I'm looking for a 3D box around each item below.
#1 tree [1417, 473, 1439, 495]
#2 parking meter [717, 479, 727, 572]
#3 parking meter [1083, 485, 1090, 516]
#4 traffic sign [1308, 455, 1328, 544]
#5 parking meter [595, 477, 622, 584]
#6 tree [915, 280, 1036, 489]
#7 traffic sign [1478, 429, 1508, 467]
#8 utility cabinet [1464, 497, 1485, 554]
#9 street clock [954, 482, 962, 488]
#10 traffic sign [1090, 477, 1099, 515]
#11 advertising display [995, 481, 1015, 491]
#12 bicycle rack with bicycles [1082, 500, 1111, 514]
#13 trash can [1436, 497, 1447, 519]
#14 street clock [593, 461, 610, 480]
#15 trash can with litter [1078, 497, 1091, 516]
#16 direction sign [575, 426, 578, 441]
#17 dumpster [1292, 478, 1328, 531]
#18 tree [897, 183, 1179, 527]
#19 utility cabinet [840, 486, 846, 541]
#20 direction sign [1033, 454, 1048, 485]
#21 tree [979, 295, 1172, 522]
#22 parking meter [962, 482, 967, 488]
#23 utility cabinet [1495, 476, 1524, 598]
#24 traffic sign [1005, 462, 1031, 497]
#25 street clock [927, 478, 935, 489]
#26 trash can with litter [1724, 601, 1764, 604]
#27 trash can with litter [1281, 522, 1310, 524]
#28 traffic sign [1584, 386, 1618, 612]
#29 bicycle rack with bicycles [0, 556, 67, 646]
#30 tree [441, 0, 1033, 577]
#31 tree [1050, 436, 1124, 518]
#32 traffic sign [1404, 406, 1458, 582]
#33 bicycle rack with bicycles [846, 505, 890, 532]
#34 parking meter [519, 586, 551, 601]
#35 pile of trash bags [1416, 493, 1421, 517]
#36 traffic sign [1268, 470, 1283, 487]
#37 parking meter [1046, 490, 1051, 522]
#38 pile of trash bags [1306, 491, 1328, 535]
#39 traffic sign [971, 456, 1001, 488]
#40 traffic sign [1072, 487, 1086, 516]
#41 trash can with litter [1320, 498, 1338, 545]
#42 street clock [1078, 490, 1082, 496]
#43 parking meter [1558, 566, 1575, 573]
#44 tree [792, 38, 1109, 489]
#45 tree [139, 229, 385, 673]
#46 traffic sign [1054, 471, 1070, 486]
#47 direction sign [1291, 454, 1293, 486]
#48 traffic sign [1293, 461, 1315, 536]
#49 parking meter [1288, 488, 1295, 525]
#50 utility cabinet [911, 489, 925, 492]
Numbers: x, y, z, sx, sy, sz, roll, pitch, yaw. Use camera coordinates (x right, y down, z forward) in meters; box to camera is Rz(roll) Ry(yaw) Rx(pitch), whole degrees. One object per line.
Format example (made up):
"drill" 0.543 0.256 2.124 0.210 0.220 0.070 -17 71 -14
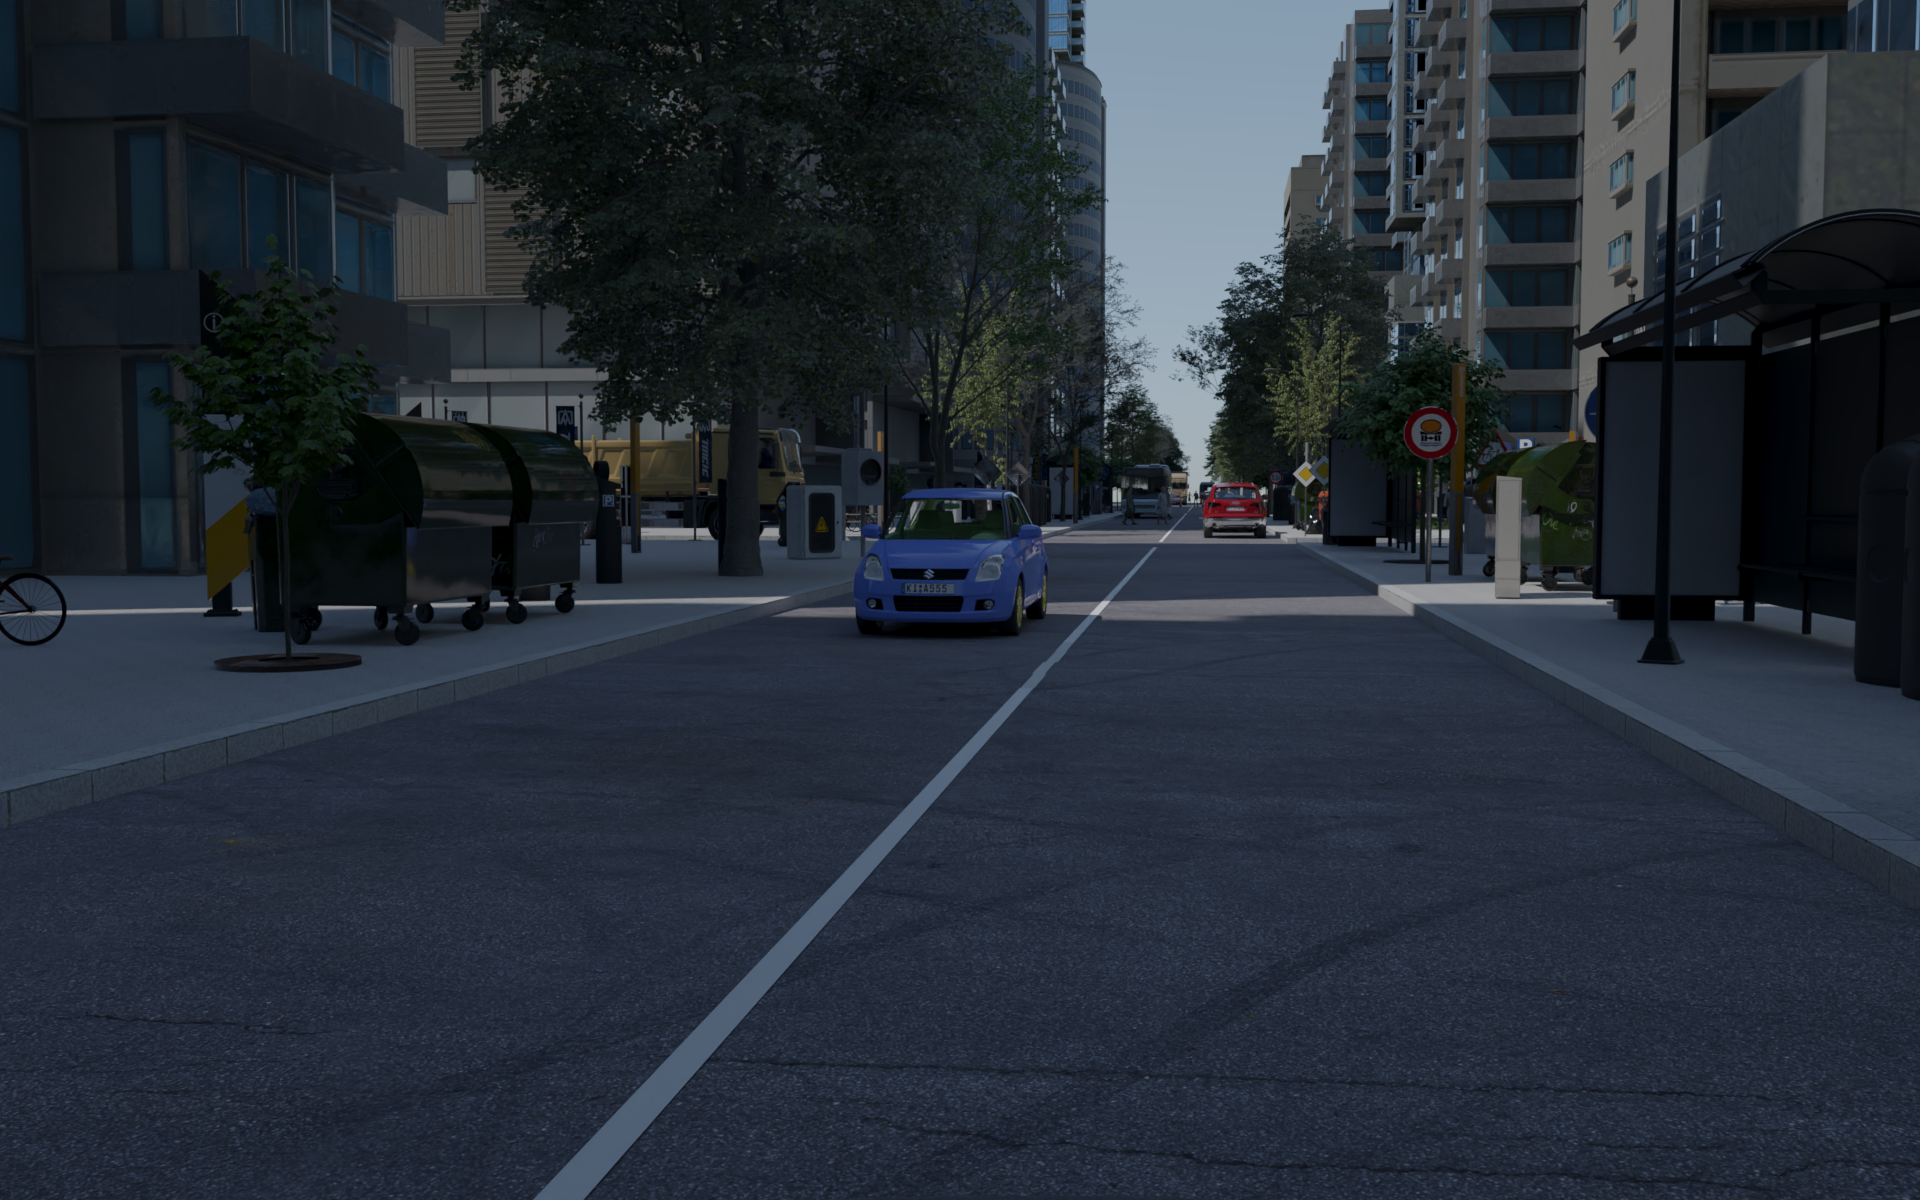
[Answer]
"tree" 18.858 -4.641 70.483 1.663 3.219 1.824 0 3 0
"parking meter" -3.790 -1.225 28.441 0.372 1.533 0.369 0 3 0
"parking meter" 7.332 -5.797 100.489 0.399 1.863 0.255 2 4 29
"traffic sign" 9.338 -2.497 44.465 0.795 2.450 0.064 0 4 8
"parking meter" -5.045 -1.006 24.862 0.372 1.533 0.369 0 3 0
"tree" 0.834 -6.623 58.652 4.737 8.622 4.395 0 3 0
"traffic sign" 10.642 -2.114 34.573 0.884 2.594 0.081 1 4 13
"utility cabinet" 11.349 -1.587 37.108 1.020 1.237 0.306 0 4 0
"street clock" -0.101 -5.988 102.480 0.471 2.002 0.358 -3 5 -40
"traffic sign" 8.047 -6.445 105.481 0.768 2.556 0.104 1 4 17
"advertising display" 2.236 -4.964 86.375 0.974 1.923 0.123 0 4 -7
"bicycle rack with bicycles" 8.603 -6.188 114.549 2.925 0.926 2.852 -1 4 -19
"trash can" 25.292 -4.834 90.693 0.748 1.137 0.748 0 3 0
"street clock" -7.786 -2.021 37.622 0.358 2.002 0.471 -2 4 -31
"trash can with litter" 7.108 -5.511 101.496 1.055 1.170 0.624 -1 4 -21
"direction sign" -12.996 -4.010 57.557 0.379 3.537 0.876 2 4 31
"dumpster" 12.356 -3.535 60.295 1.502 2.255 1.985 1 4 8
"tree" 2.607 -9.646 68.079 12.009 13.543 11.850 0 3 0
"utility cabinet" -3.710 -2.349 47.085 1.173 1.500 0.318 -1 4 -9
"direction sign" 4.559 -6.513 98.489 0.876 3.537 0.379 0 4 7
"tree" 4.671 -8.930 80.417 8.767 10.594 7.601 1 4 17
"parking meter" 0.218 -4.926 86.255 0.255 1.863 0.399 0 4 1
"utility cabinet" 6.869 -0.793 21.644 0.318 1.500 1.173 1 4 18
"traffic sign" 1.797 -3.056 53.609 0.795 2.450 0.064 0 4 8
"street clock" -1.250 -4.397 76.456 0.358 2.002 0.471 2 4 30
"trash can with litter" 9.843 -0.559 20.201 1.678 1.210 2.233 -3 5 -42
"trash can with litter" 15.057 -3.894 74.717 1.678 1.210 2.233 -3 4 -36
"traffic sign" 7.151 -1.142 18.776 0.768 2.556 0.104 1 4 16
"bicycle rack with bicycles" -9.080 -0.016 13.638 2.925 0.926 2.852 0 4 4
"tree" -3.476 -7.357 26.942 9.857 13.997 8.962 0 3 0
"tree" 6.347 -6.807 95.003 4.285 4.588 4.351 0 3 0
"traffic sign" 6.843 -1.537 25.238 0.768 2.556 0.104 1 4 11
"bicycle rack with bicycles" -3.539 -2.771 58.685 2.925 0.926 2.852 1 4 22
"parking meter" -5.145 -0.764 20.910 0.372 1.533 0.369 0 3 0
"pile of trash bags" 21.311 -4.475 82.920 1.912 1.369 3.447 -1 4 -10
"traffic sign" 16.873 -5.656 92.581 0.768 2.556 0.104 1 4 15
"parking meter" 3.930 -4.294 78.625 0.372 1.533 0.369 0 3 0
"pile of trash bags" 11.830 -2.758 54.846 1.912 1.369 3.447 1 4 21
"traffic sign" 0.682 -2.572 45.702 0.795 2.450 0.064 0 4 8
"traffic sign" 6.141 -6.453 99.379 2.265 3.308 0.079 1 4 15
"trash can with litter" 9.569 -1.960 43.427 1.055 1.170 0.624 0 4 7
"street clock" 7.589 -6.473 110.407 0.358 2.002 0.471 1 4 9
"parking meter" 9.898 -1.212 28.220 0.372 1.533 0.369 0 3 0
"tree" -0.460 -6.999 40.185 9.928 11.665 9.643 0 3 0
"tree" -5.141 -1.113 12.795 1.663 3.219 1.824 0 3 0
"traffic sign" 5.033 -5.179 85.860 0.795 2.450 0.064 1 4 10
"direction sign" 17.524 -6.084 91.464 0.379 3.537 0.876 1 4 13
"traffic sign" 10.453 -2.980 52.373 0.795 2.450 0.064 0 4 8
"parking meter" 13.925 -3.915 72.420 0.372 1.533 0.369 0 3 0
"utility cabinet" -1.683 -4.380 80.296 1.173 1.500 0.318 0 4 7
